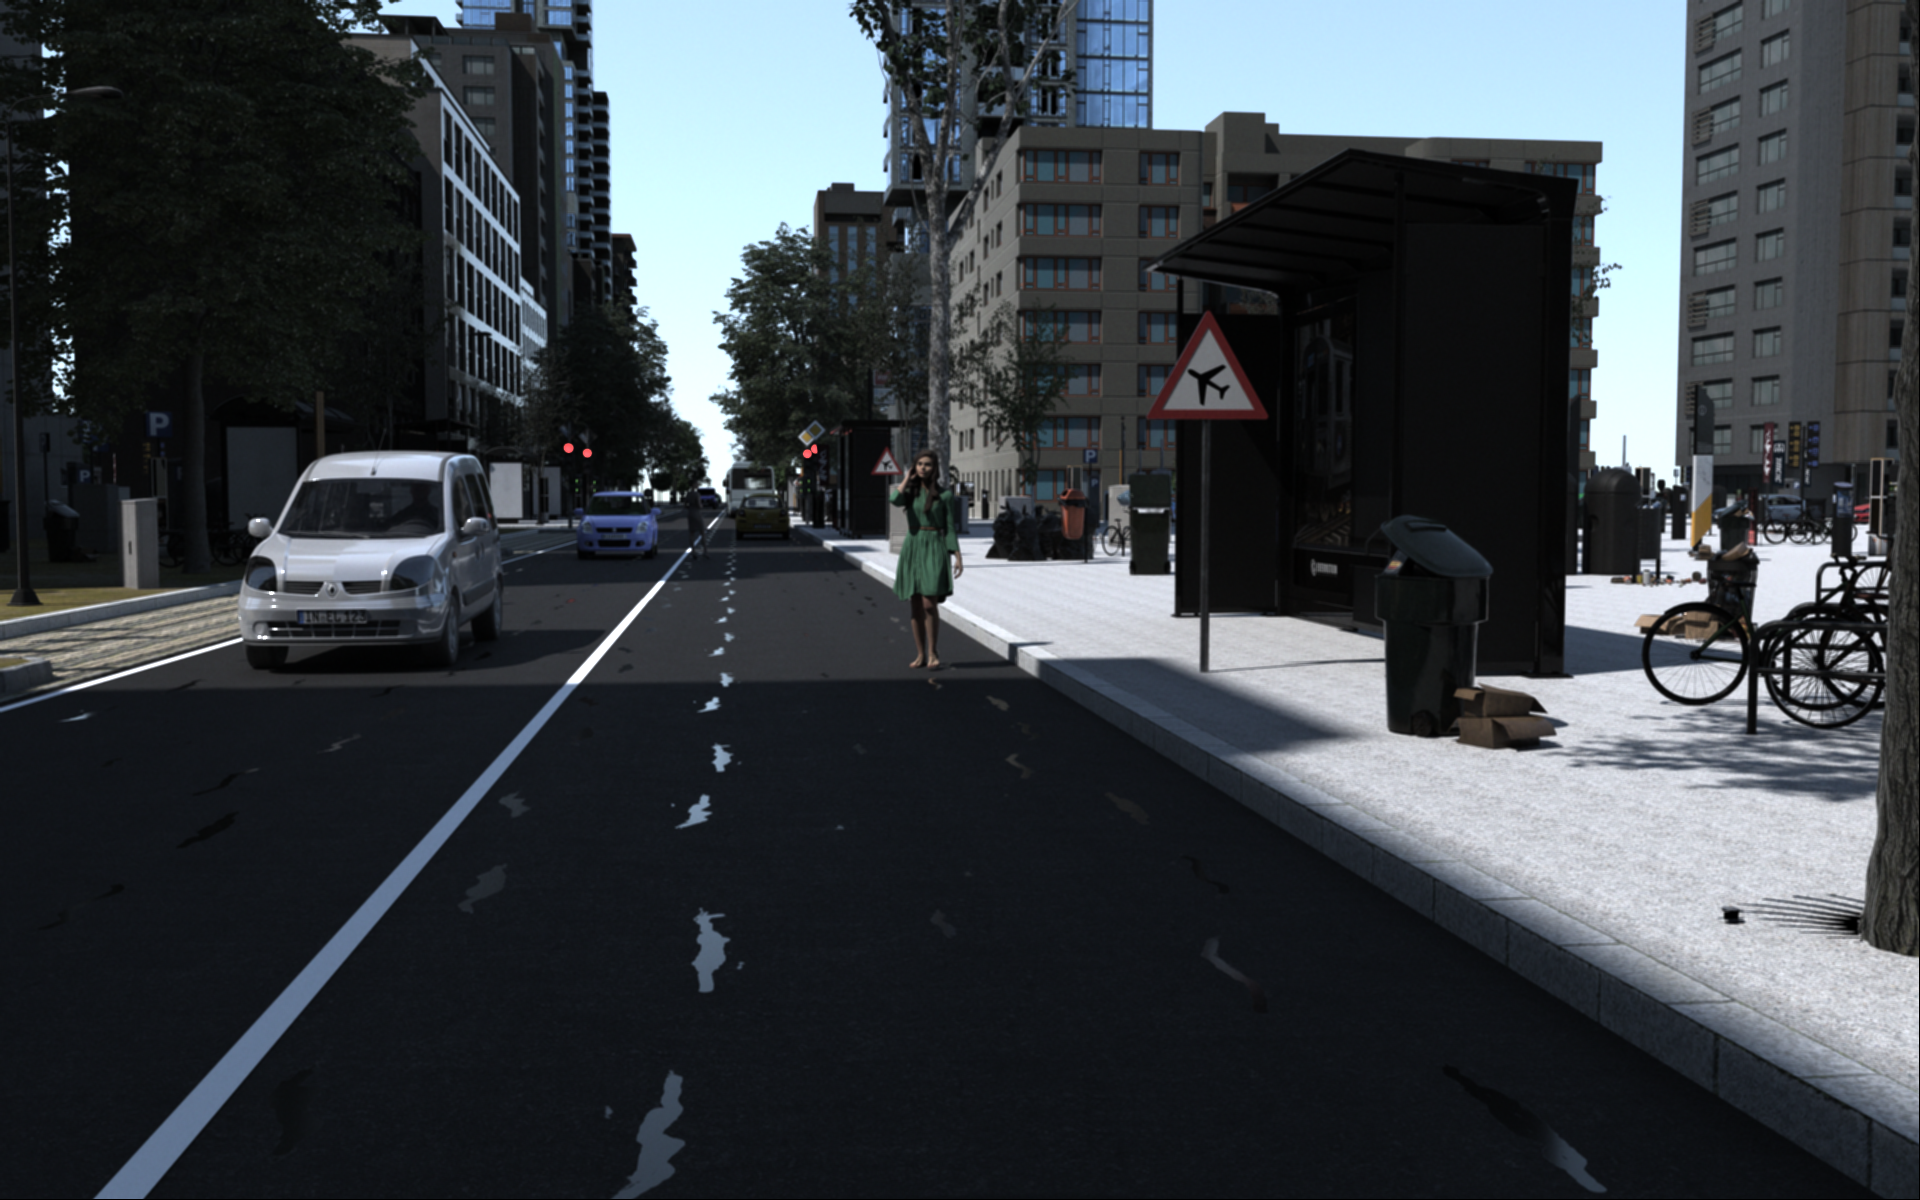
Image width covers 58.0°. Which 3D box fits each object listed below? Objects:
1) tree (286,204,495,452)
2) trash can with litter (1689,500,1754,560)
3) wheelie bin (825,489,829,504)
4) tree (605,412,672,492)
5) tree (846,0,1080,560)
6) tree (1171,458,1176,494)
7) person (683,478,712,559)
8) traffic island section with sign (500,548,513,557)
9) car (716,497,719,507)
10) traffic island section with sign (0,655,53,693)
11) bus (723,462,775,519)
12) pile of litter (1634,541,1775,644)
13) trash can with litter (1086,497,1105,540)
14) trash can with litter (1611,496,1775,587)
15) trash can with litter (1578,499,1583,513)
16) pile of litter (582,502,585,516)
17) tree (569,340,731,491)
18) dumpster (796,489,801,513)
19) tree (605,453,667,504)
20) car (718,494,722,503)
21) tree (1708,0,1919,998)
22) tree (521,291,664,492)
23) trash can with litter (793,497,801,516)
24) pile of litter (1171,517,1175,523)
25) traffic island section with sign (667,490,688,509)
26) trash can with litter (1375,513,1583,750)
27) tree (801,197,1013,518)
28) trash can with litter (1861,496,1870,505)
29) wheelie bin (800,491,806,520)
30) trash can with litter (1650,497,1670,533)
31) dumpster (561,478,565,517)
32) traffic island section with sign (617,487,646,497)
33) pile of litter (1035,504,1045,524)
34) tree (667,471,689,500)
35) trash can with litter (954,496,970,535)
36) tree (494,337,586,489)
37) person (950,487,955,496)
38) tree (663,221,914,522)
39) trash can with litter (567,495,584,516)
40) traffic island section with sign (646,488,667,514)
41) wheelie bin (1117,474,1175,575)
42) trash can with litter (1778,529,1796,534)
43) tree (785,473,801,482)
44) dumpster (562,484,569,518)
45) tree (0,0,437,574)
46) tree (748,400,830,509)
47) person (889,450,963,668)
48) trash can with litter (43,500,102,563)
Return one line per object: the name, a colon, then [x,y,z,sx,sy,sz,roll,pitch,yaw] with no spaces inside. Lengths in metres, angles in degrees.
tree: [-14.658,-5.694,43.457,4.360,8.622,3.978,0,3,0]
trash can with litter: [14.710,-1.349,33.448,1.055,1.170,0.624,0,4,6]
wheelie bin: [-7.868,-5.882,104.083,0.693,1.594,0.980,-1,4,-10]
tree: [-30.617,-13.957,162.605,7.601,10.594,8.767,-3,4,-38]
tree: [1.092,-10.614,29.431,12.611,20.169,13.585,0,3,0]
tree: [10.356,-5.284,80.987,1.663,3.219,1.824,0,3,0]
person: [-5.800,-1.799,38.256,0.599,1.781,0.374,2,4,34]
traffic island section with sign: [-11.373,-1.911,39.874,1.989,1.847,2.006,0,4,-7]
car: [-27.576,-11.165,191.338,1.959,1.807,4.718,-1,4,-8]
traffic island section with sign: [-7.888,-0.247,12.661,1.989,1.847,2.006,0,4,-7]
bus: [-12.768,-6.715,104.642,2.948,3.499,13.247,-1,4,-9]
pile of litter: [6.737,-0.104,15.672,1.176,0.858,1.719,2,4,24]
trash can with litter: [3.386,-2.297,48.621,1.678,1.210,2.233,-2,4,-24]
trash can with litter: [10.257,-0.851,24.964,2.233,1.210,1.678,-2,4,-29]
trash can with litter: [22.586,-3.165,63.127,1.055,1.170,0.624,-1,4,-17]
pile of litter: [-22.478,-5.502,103.916,1.176,0.858,1.719,2,4,31]
tree: [-26.523,-13.923,138.014,12.009,13.543,11.850,0,3,0]
dumpster: [-10.622,-6.926,118.997,1.264,1.857,1.865,0,4,-7]
tree: [-24.823,-8.778,127.229,4.285,4.588,4.351,0,3,0]
car: [-38.819,-16.248,275.436,2.009,1.686,4.222,-1,4,-9]
tree: [2.958,-4.823,4.607,9.928,11.665,9.643,0,3,0]
tree: [-22.808,-12.376,109.010,9.857,13.997,8.962,0,3,0]
trash can with litter: [-8.889,-5.522,101.342,2.233,1.210,1.678,0,4,2]
pile of litter: [9.716,-3.928,78.187,1.176,0.858,1.719,2,4,31]
traffic island section with sign: [-28.093,-9.898,170.463,1.989,1.847,2.006,0,4,-7]
trash can with litter: [2.689,0.138,9.129,0.624,1.170,1.055,-2,4,-29]
tree: [-1.124,-5.697,43.506,4.360,8.622,3.978,0,3,0]
trash can with litter: [54.182,-5.789,105.714,1.678,1.210,2.233,-1,4,-17]
wheelie bin: [-7.221,-4.583,82.846,0.980,1.594,0.693,-2,4,-35]
trash can with litter: [23.057,-2.795,57.080,0.624,1.170,1.055,2,4,23]
dumpster: [-22.714,-5.783,97.050,1.502,2.255,1.985,0,4,-7]
traffic island section with sign: [-18.404,-5.269,94.778,1.989,1.847,2.006,0,4,-7]
pile of litter: [3.238,-3.729,74.939,1.176,0.858,1.719,-3,4,-36]
tree: [-37.047,-14.160,215.234,4.285,4.588,4.351,0,3,0]
trash can with litter: [-0.522,-2.705,55.278,2.233,1.210,1.678,-3,5,-45]
tree: [-19.793,-8.035,81.741,4.360,8.622,3.978,0,3,0]
person: [-0.436,-3.865,71.868,0.537,1.800,0.526,0,4,-2]
tree: [-7.010,-10.641,80.639,9.857,13.997,8.962,0,3,0]
trash can with litter: [-22.631,-5.462,100.357,1.678,1.210,2.233,0,4,3]
traffic island section with sign: [-21.853,-6.919,121.754,1.989,1.847,2.006,0,4,-7]
wheelie bin: [2.991,-1.206,27.623,0.980,1.594,0.693,0,4,2]
trash can with litter: [26.228,-2.777,56.458,1.678,1.210,2.233,-1,4,-16]
tree: [-12.878,-8.590,135.051,1.663,3.219,1.824,0,3,0]
dumpster: [-21.702,-5.369,93.538,1.264,1.857,1.865,0,4,-7]
tree: [-11.986,-6.707,27.793,7.486,12.596,7.792,0,3,0]
tree: [-13.658,-12.613,140.629,7.601,10.594,8.767,-1,4,-11]
person: [-0.272,-0.335,14.222,0.600,1.795,0.529,0,4,1]
trash can with litter: [-16.730,-1.303,32.698,1.055,1.170,0.624,1,4,13]
